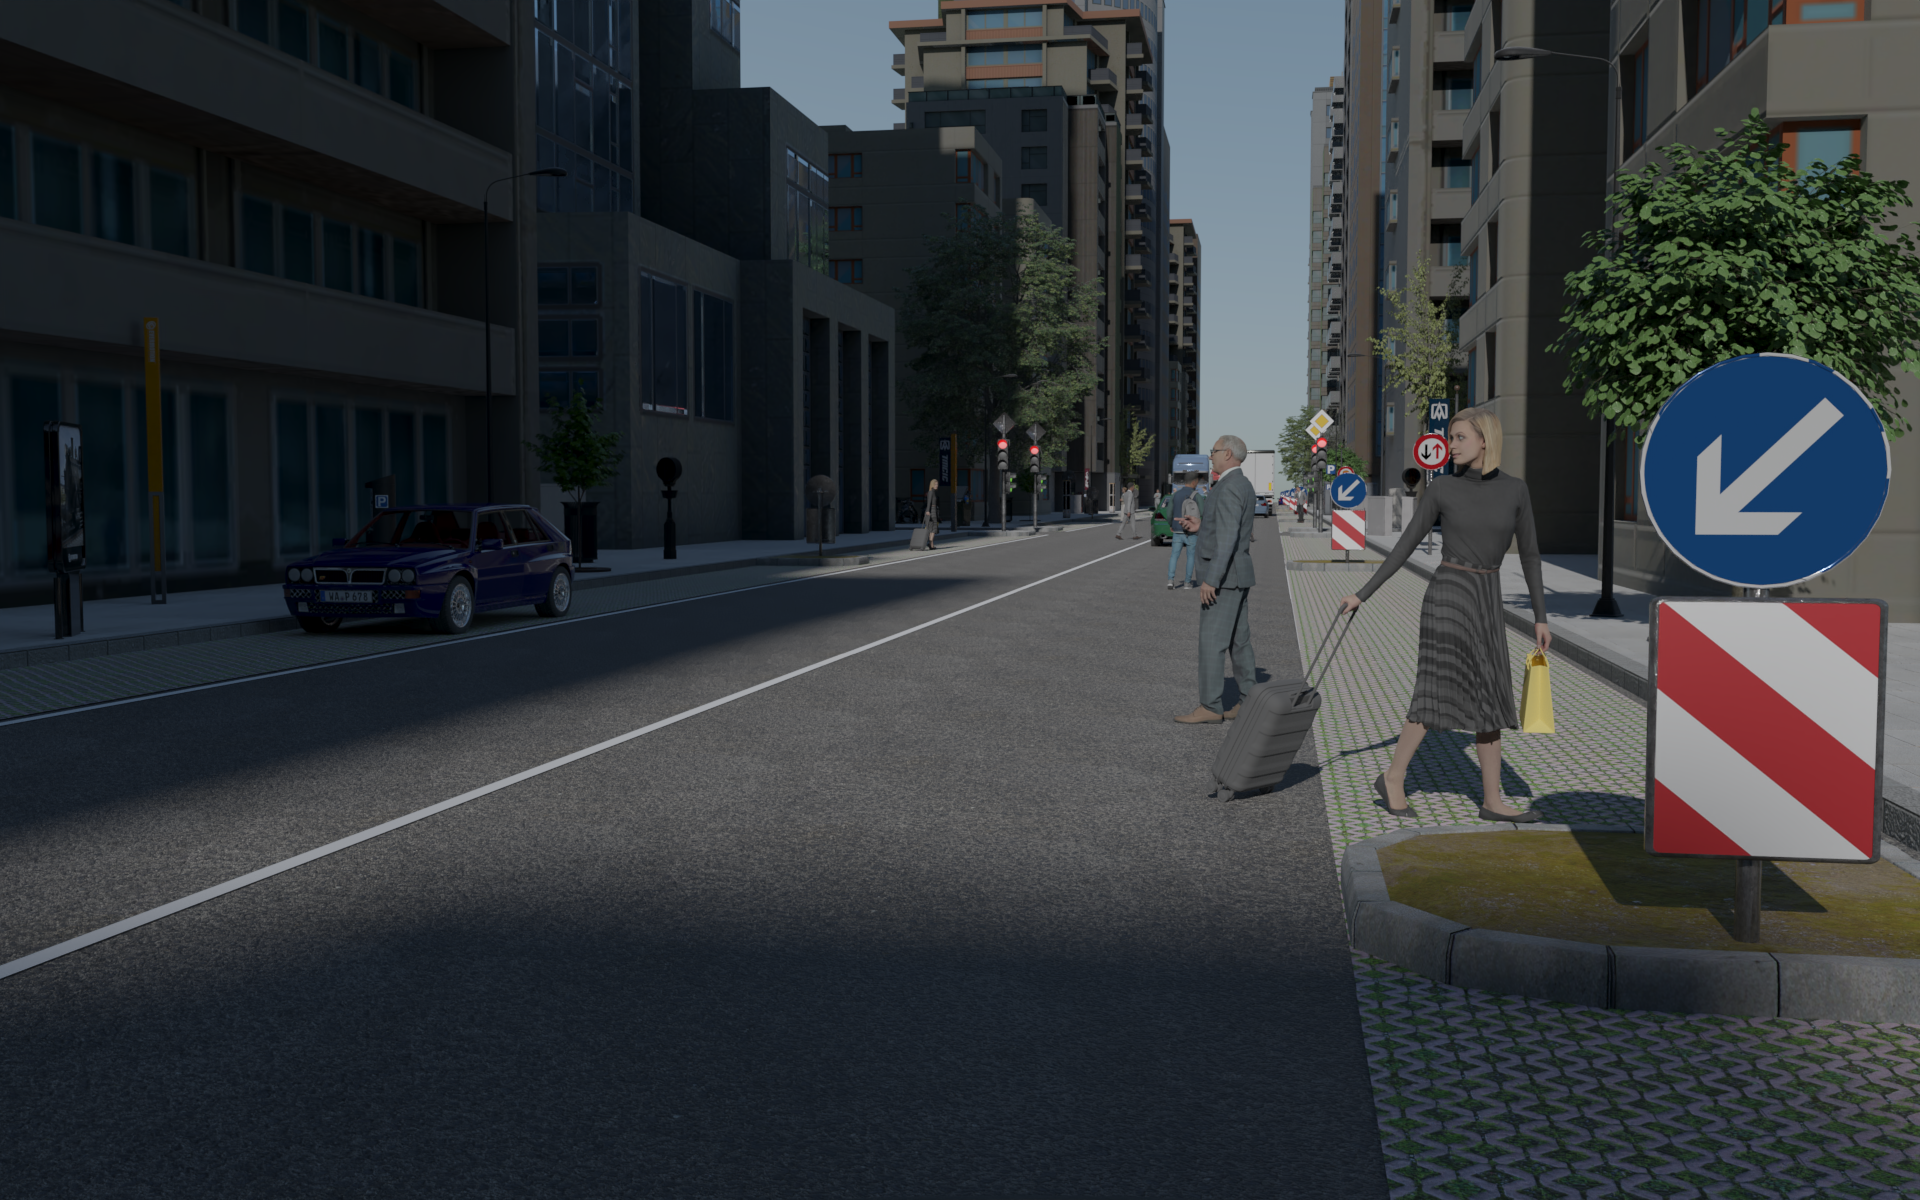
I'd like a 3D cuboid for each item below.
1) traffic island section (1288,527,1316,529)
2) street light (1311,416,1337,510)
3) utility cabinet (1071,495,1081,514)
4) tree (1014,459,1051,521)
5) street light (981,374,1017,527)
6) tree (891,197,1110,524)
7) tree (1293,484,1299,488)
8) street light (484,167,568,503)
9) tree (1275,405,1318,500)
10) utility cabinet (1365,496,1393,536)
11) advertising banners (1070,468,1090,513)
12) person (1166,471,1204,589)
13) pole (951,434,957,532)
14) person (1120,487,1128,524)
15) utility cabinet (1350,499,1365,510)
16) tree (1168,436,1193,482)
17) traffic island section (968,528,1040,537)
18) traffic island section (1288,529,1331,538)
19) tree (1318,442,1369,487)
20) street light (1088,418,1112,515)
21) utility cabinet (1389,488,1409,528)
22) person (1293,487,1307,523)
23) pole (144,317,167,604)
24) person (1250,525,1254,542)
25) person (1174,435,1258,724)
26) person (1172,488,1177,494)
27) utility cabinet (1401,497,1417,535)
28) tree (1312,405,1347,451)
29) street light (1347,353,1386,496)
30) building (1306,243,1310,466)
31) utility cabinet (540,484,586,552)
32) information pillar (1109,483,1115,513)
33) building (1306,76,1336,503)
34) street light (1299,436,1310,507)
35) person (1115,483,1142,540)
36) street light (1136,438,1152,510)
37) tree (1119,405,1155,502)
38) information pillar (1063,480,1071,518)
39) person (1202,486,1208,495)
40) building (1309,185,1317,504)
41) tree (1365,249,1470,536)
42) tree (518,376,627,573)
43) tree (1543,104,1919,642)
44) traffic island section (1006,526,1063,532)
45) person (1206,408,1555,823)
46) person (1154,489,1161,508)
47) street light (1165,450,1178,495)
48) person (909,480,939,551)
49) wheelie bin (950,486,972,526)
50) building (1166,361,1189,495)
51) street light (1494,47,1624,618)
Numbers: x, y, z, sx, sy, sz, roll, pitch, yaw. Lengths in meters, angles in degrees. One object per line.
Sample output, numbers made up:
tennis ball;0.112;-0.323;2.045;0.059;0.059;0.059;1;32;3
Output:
traffic island section;13.426;-2.640;65.437;2.009;0.180;2.903;1;4;10
street light;21.327;-7.843;100.777;1.470;5.913;1.316;1;4;10
utility cabinet;7.640;-6.308;114.299;0.306;1.237;1.020;2;4;31
tree;3.213;-5.340;81.918;1.663;3.219;1.824;0;3;0
street light;1.530;-5.798;67.342;1.470;5.913;1.316;1;4;10
tree;1.608;-10.317;75.334;9.857;13.997;8.962;0;3;0
tree;56.397;-18.053;289.772;1.663;3.219;1.824;0;3;0
street light;-6.266;-3.201;24.873;1.470;5.913;1.316;1;4;10
tree;43.912;-18.480;220.280;7.486;12.596;7.792;0;3;0
utility cabinet;12.959;-2.585;53.427;0.306;1.237;1.020;-1;4;-17
advertising banners;8.094;-7.389;116.991;0.090;3.025;2.074;3;5;44
person;3.398;-1.051;26.034;0.623;1.781;0.721;1;4;14
pole;-0.208;-3.974;58.813;0.158;3.312;0.155;0;3;0
person;7.900;-4.566;83.706;0.362;1.759;0.519;-1;4;-22
utility cabinet;18.788;-4.297;81.410;1.020;1.237;0.306;-3;4;-37
tree;27.728;-16.359;217.839;4.360;8.622;3.978;0;3;0
traffic island section;1.484;-2.275;59.481;2.009;0.180;2.903;1;4;10
traffic island section;12.004;-2.159;57.579;2.009;0.180;2.903;1;4;10
tree;23.531;-7.556;107.257;4.285;4.588;4.351;0;3;0
street light;8.573;-8.164;106.020;1.470;5.913;1.316;1;4;10
utility cabinet;16.435;-3.440;64.921;0.318;1.500;1.173;3;4;38
person;16.777;-4.693;85.415;0.473;1.802;0.592;-3;5;-40
pole;-9.349;-1.607;20.118;0.158;3.312;0.155;0;3;0
person;8.498;-2.641;51.649;0.622;1.834;0.822;0;4;0
person;1.606;-0.138;10.934;0.590;1.801;0.661;1;4;20
person;11.964;-5.369;96.764;0.782;1.767;0.515;1;4;11
utility cabinet;11.390;-2.001;43.876;0.306;1.237;1.020;1;4;20
tree;31.260;-11.883;144.655;4.360;8.622;3.978;0;3;0
street light;13.459;-5.177;57.191;1.470;5.913;1.316;1;4;10
building;67.095;-38.142;278.238;22.147;44.769;28.867;1;4;10
utility cabinet;-8.643;-1.750;37.295;0.318;1.500;1.173;3;5;44
information pillar;10.346;-6.923;117.685;0.304;2.012;0.304;2;4;29
building;61.025;-43.294;249.849;21.231;58.520;28.212;1;4;10
street light;28.175;-10.183;139.028;1.470;5.913;1.316;1;4;10
person;5.287;-2.788;54.351;0.850;1.792;0.678;-1;4;-18
street light;15.308;-10.464;143.633;1.470;5.913;1.316;1;4;10
tree;13.239;-11.531;138.898;4.737;8.622;4.395;0;3;0
information pillar;5.670;-5.356;92.055;0.304;2.012;0.304;-2;4;-32
person;12.411;-4.823;87.314;0.822;1.834;0.622;1;4;9
building;53.671;-33.435;230.251;14.154;41.232;14.086;1;4;10
tree;14.613;-6.272;52.905;4.737;8.622;4.395;0;3;0
tree;-6.225;-2.075;28.521;1.663;3.219;1.824;0;3;0
tree;6.656;-1.892;14.642;4.285;4.588;4.351;0;3;0
traffic island section;2.906;-2.756;67.339;2.009;0.180;2.903;1;4;10
person;1.927;0.057;7.784;1.509;1.804;0.699;3;5;44
person;14.187;-7.087;124.559;0.511;1.800;0.466;1;4;20
street light;22.170;-12.804;181.882;1.470;5.913;1.316;1;4;10
person;-0.872;-2.152;43.896;0.699;1.804;1.509;2;4;29
wheelie bin;0.049;-3.738;69.020;0.980;1.594;0.693;3;4;38
building;17.243;-24.263;241.742;27.650;21.520;28.899;1;4;10
street light;6.248;-2.785;18.080;1.470;5.913;1.316;1;4;10
